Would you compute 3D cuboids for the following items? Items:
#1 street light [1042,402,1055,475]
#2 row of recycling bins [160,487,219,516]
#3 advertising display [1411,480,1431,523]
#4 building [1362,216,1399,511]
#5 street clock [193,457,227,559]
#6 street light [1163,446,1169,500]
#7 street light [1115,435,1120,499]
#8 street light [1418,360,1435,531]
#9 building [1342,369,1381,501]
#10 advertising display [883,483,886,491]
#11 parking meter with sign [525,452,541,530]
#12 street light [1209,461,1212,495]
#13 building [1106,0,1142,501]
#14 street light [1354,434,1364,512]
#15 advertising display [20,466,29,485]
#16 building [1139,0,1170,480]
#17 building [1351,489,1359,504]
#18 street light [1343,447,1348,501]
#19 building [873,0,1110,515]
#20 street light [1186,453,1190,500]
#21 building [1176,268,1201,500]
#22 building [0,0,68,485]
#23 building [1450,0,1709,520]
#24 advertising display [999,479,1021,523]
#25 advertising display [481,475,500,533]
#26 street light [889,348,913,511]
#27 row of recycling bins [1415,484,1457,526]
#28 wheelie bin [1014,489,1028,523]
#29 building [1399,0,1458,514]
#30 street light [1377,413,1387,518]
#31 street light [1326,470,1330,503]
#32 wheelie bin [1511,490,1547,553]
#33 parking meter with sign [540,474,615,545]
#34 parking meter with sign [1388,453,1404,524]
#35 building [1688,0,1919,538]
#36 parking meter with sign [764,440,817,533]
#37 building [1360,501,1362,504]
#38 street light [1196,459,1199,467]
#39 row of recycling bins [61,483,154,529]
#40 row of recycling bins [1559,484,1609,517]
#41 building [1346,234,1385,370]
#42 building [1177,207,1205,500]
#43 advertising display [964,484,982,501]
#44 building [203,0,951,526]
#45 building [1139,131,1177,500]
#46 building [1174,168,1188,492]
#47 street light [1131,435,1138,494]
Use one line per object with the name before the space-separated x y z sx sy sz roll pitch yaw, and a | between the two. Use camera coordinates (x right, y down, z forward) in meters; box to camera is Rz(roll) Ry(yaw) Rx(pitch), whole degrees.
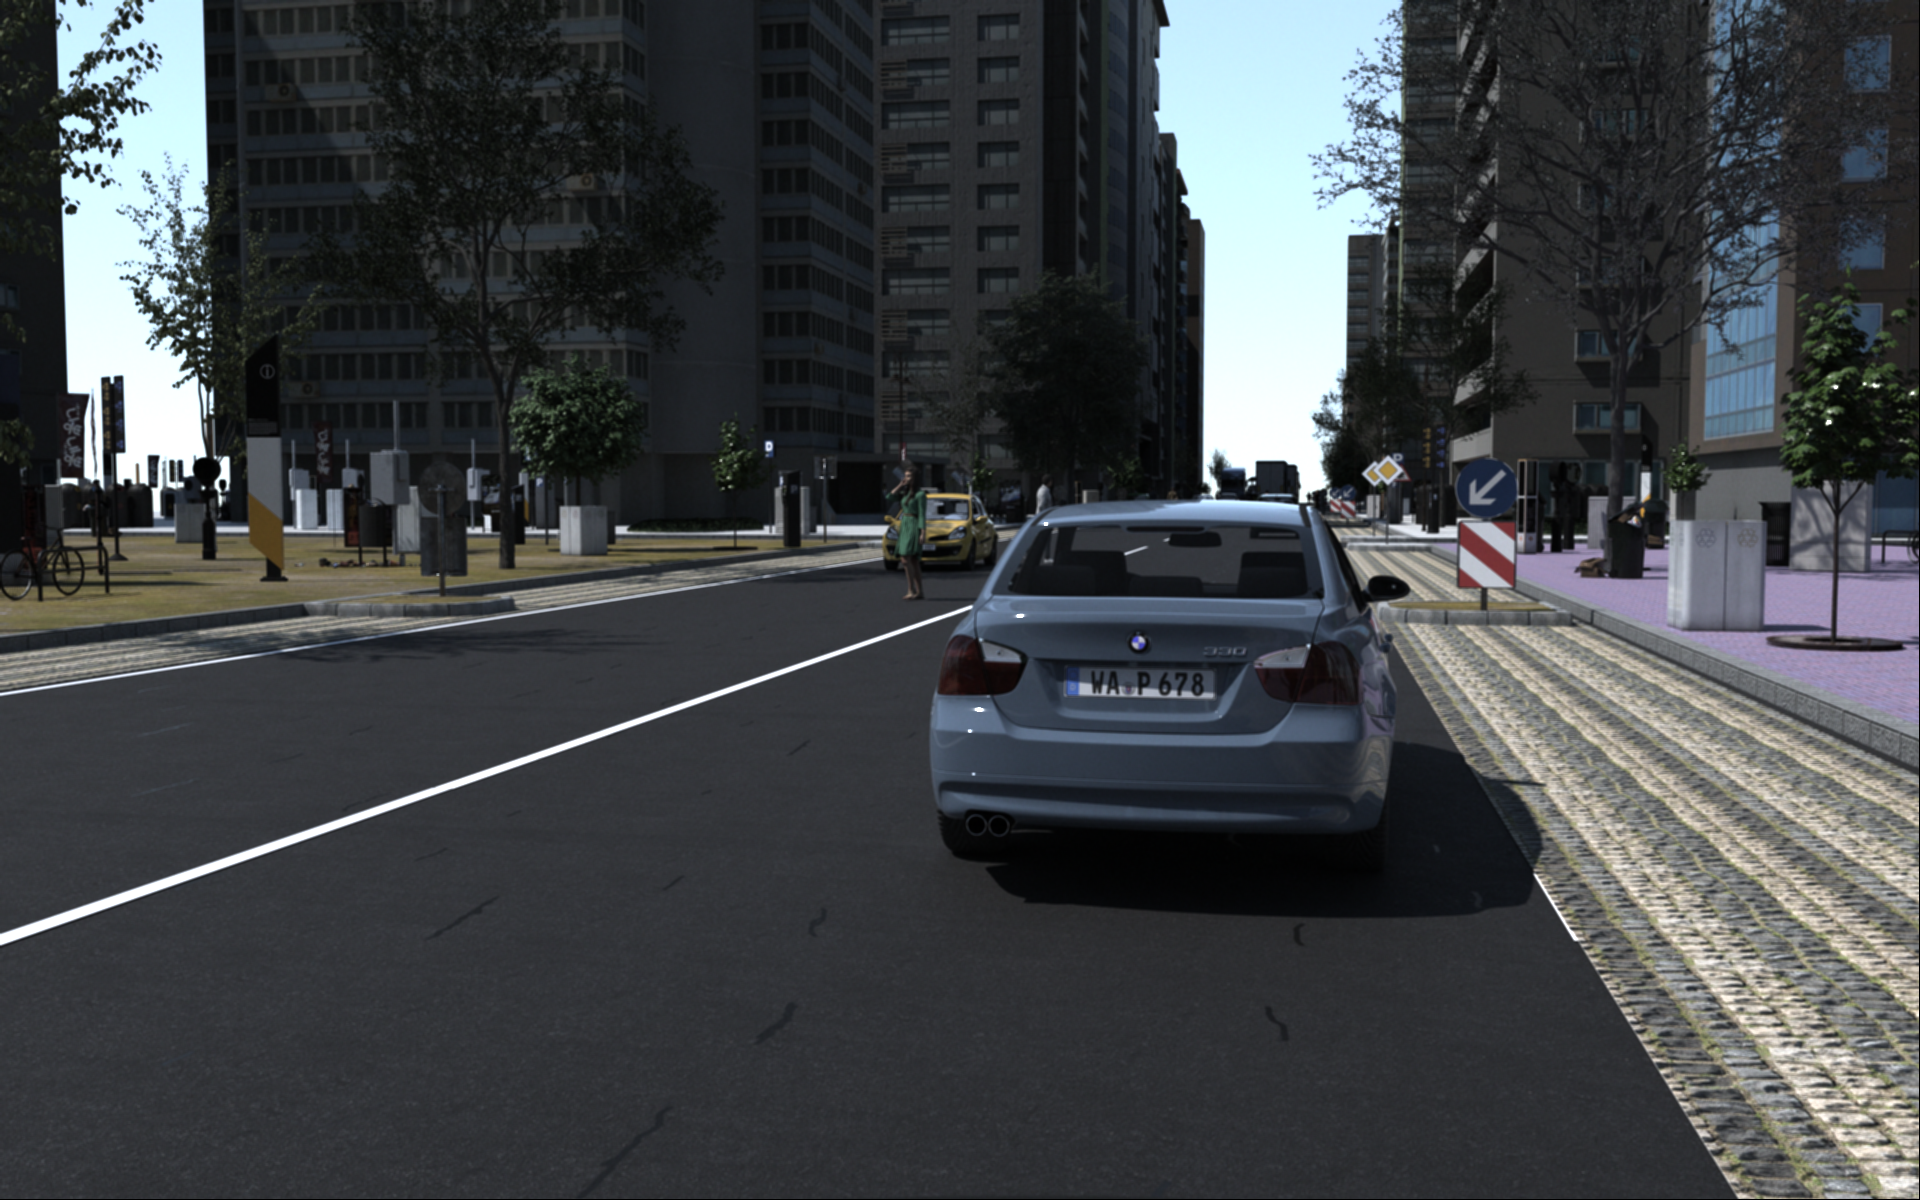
street light | 4.454 -7.010 87.406 0.468 5.910 1.993 1 4 11
row of recycling bins | -45.267 -5.786 101.706 1.069 1.692 3.534 2 4 32
advertising display | 20.538 -4.399 77.134 0.974 1.923 0.123 -2 4 -24
building | 54.249 -28.529 158.324 32.217 40.220 23.993 1 4 11
street clock | -14.800 -1.805 34.083 0.471 2.002 0.358 0 4 -2
street light | 19.412 -11.659 163.419 0.468 5.910 1.993 1 4 11
street light | 10.785 -8.961 119.303 0.468 5.910 1.993 1 4 11
street light | 16.100 -5.329 59.914 0.468 5.910 1.993 1 4 11
building | 69.856 -24.844 251.243 27.650 21.520 28.899 1 4 11
advertising display | -4.190 -5.921 102.024 0.974 1.923 0.123 0 4 4
parking meter with sign | -15.073 -4.082 63.001 0.543 3.016 1.738 1 4 20
street light | 35.221 -16.567 243.658 0.468 5.910 1.993 1 4 11
building | 3.226 -36.807 143.786 21.231 58.520 28.212 1 4 11
street light | 28.814 -9.292 124.716 0.468 5.910 1.993 1 4 11
advertising display | -17.468 -1.623 31.757 0.123 1.923 0.974 1 4 13
building | 5.450 -35.666 172.369 28.713 52.752 27.495 1 4 11
building | 67.543 -32.537 223.867 32.217 40.220 23.993 1 4 11
street light | 37.122 -11.873 166.919 0.468 5.910 1.993 1 4 11
building | 1.898 -26.204 112.033 14.154 41.232 14.086 1 4 11
street light | 25.756 -13.610 195.314 0.468 5.910 1.993 1 4 11
building | 19.477 -34.551 256.787 32.217 40.220 23.993 1 4 11
building | -55.989 -27.640 75.620 21.600 48.544 21.300 1 4 11
building | 35.001 -27.922 80.233 21.300 48.544 21.600 1 4 11
advertising display | 2.186 -4.306 75.625 0.974 1.923 0.123 -1 4 -15
advertising display | -15.436 -3.209 57.682 0.974 1.923 0.123 -1 4 -23
street light | -1.871 -5.031 55.039 0.468 5.910 1.993 1 4 11
row of recycling bins | 19.727 -3.964 71.925 1.069 1.692 3.534 0 4 -1
wheelie bin | 2.611 -4.237 77.177 0.693 1.594 0.980 1 4 15
building | 36.645 -26.463 116.259 14.154 41.232 14.086 1 4 11
street light | 22.542 -7.331 92.650 0.468 5.910 1.993 1 4 11
street light | 59.689 -18.895 281.720 0.468 5.910 1.993 1 4 11
wheelie bin | 12.445 -1.837 37.945 0.693 1.594 0.980 0 4 7
parking meter with sign | -9.650 -2.914 43.898 1.738 3.016 0.543 -1 4 -22
parking meter with sign | 18.587 -4.756 74.024 0.543 3.016 1.738 0 4 8
building | 32.351 -24.723 54.330 14.200 45.320 14.600 1 4 11
parking meter with sign | -5.537 -3.711 56.933 1.738 3.016 0.543 -3 5 -39
building | 59.427 -29.959 181.714 32.217 40.220 23.993 1 4 11
street light | 28.967 -14.615 211.746 0.468 5.910 1.993 1 4 11
row of recycling bins | -32.446 -3.581 65.660 1.069 1.692 3.534 3 4 38
row of recycling bins | 25.005 -3.801 69.260 1.069 1.692 3.534 3 5 44
building | 67.924 -36.042 272.880 14.154 41.232 14.086 1 4 11
building | 31.324 -38.180 274.356 14.600 45.320 14.200 1 4 11
advertising display | 0.572 -4.286 75.287 0.974 1.923 0.123 3 5 44
building | -17.321 -23.754 80.257 32.217 40.220 23.993 1 4 11
building | 16.351 -31.079 191.733 14.154 41.232 14.086 1 4 11
building | 18.498 -35.142 229.195 22.147 44.769 28.867 1 4 11
street light | 13.210 -9.705 131.460 0.468 5.910 1.993 1 4 11
